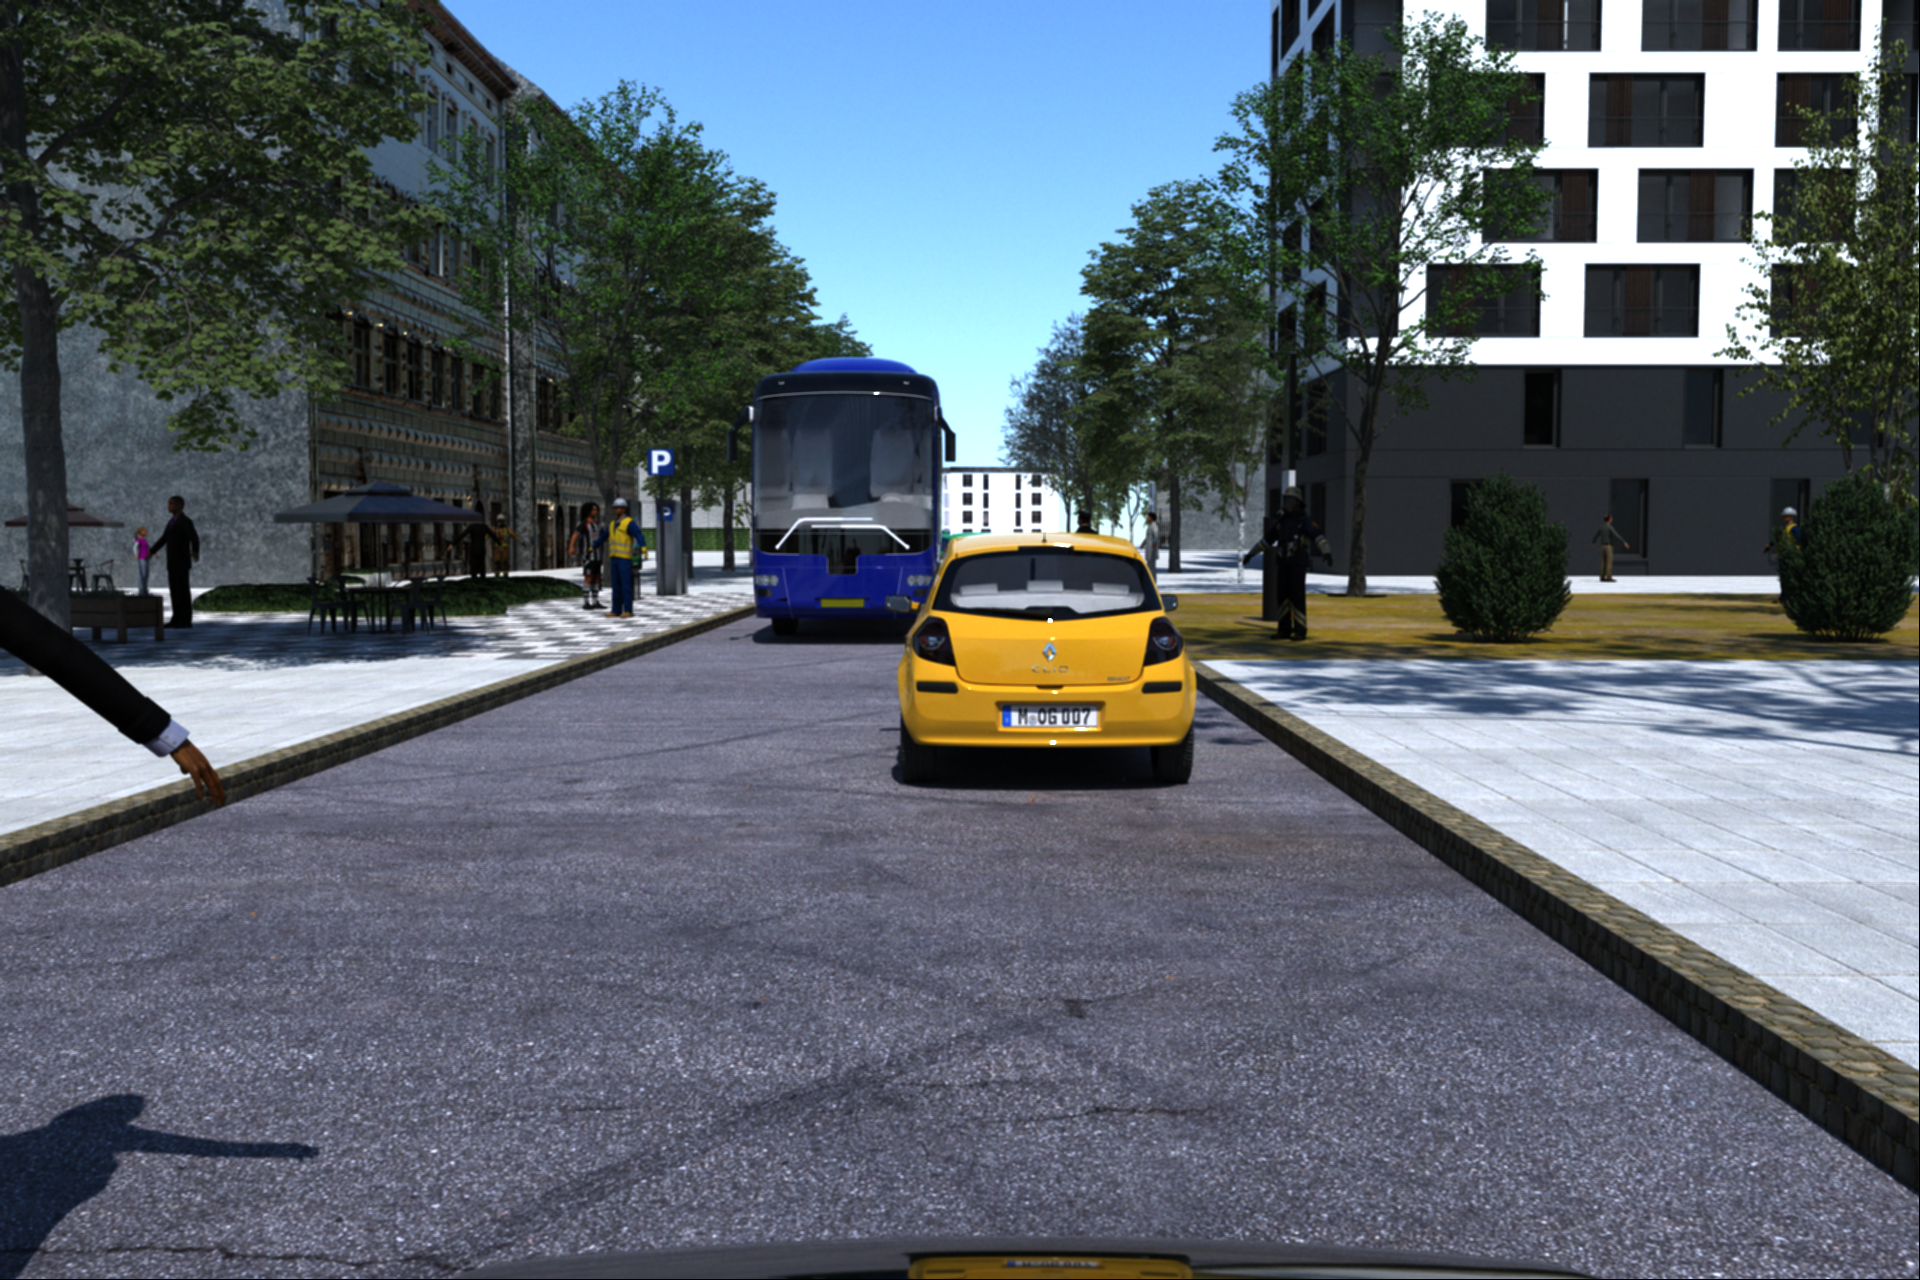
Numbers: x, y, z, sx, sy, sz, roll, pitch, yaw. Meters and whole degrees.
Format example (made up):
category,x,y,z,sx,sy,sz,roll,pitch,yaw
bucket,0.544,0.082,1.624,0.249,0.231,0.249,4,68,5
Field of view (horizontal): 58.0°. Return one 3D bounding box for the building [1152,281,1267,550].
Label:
category,x,y,z,sx,sy,sz,roll,pitch,yaw
building,26.563,-19.204,144.906,19.493,23.208,18.063,0,4,0

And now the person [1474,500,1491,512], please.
category,x,y,z,sx,sy,sz,roll,pitch,yaw
person,7.685,-1.206,25.569,0.705,1.847,1.347,2,4,33

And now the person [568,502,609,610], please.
category,x,y,z,sx,sy,sz,roll,pitch,yaw
person,-6.248,-1.427,29.479,0.704,1.843,1.345,2,4,28

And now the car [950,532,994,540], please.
category,x,y,z,sx,sy,sz,roll,pitch,yaw
car,0.448,-1.694,36.485,1.959,1.807,4.718,0,4,1

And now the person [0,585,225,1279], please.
category,x,y,z,sx,sy,sz,roll,pitch,yaw
person,-2.002,0.366,3.200,1.216,1.740,0.721,0,4,-7

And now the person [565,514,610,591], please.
category,x,y,z,sx,sy,sz,roll,pitch,yaw
person,-8.275,-2.011,39.009,0.705,1.813,1.348,3,5,40

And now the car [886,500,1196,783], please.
category,x,y,z,sx,sy,sz,roll,pitch,yaw
car,0.495,-0.072,11.400,2.015,1.641,3.980,0,3,0

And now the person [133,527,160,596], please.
category,x,y,z,sx,sy,sz,roll,pitch,yaw
person,-16.784,-1.619,35.733,0.599,1.433,0.991,0,4,0

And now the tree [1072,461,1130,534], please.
category,x,y,z,sx,sy,sz,roll,pitch,yaw
tree,17.297,-18.005,212.510,7.486,12.596,7.792,0,3,0

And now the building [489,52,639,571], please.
category,x,y,z,sx,sy,sz,roll,pitch,yaw
building,-23.836,-14.519,68.313,19.493,23.208,18.063,0,4,1

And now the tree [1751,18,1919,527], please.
category,x,y,z,sx,sy,sz,roll,pitch,yaw
tree,13.973,-4.597,25.516,4.737,8.622,4.395,0,3,0

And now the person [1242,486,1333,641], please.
category,x,y,z,sx,sy,sz,roll,pitch,yaw
person,3.991,-0.926,20.912,0.705,1.856,1.354,-3,5,-39

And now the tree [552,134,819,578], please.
category,x,y,z,sx,sy,sz,roll,pitch,yaw
tree,-8.027,-8.083,50.287,7.486,12.596,7.792,0,3,0

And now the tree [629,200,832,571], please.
category,x,y,z,sx,sy,sz,roll,pitch,yaw
tree,-7.584,-8.648,59.520,7.486,12.596,7.792,0,3,0

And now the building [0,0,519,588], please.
category,x,y,z,sx,sy,sz,roll,pitch,yaw
building,-24.505,-13.355,49.275,19.493,23.208,18.063,0,3,0

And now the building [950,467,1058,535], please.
category,x,y,z,sx,sy,sz,roll,pitch,yaw
building,-1.825,-16.400,212.741,28.070,9.664,9.099,0,4,-6

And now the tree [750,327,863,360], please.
category,x,y,z,sx,sy,sz,roll,pitch,yaw
tree,-7.789,-9.809,86.137,9.928,11.665,9.643,0,3,0

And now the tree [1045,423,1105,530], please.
category,x,y,z,sx,sy,sz,roll,pitch,yaw
tree,7.309,-9.422,104.407,4.737,8.622,4.395,0,3,0

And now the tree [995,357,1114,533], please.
category,x,y,z,sx,sy,sz,roll,pitch,yaw
tree,7.273,-12.622,116.745,12.009,13.543,11.850,0,3,0

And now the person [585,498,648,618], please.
category,x,y,z,sx,sy,sz,roll,pitch,yaw
person,-5.234,-1.264,26.629,1.349,1.833,0.705,3,4,36

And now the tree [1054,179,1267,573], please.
category,x,y,z,sx,sy,sz,roll,pitch,yaw
tree,6.679,-8.445,56.205,7.486,12.596,7.792,0,3,0

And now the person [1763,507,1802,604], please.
category,x,y,z,sx,sy,sz,roll,pitch,yaw
person,15.138,-1.553,31.857,0.721,1.772,1.216,0,4,-2

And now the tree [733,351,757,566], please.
category,x,y,z,sx,sy,sz,roll,pitch,yaw
tree,-8.175,-7.251,68.924,4.737,8.622,4.395,0,3,0

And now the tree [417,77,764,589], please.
category,x,y,z,sx,sy,sz,roll,pitch,yaw
tree,-8.444,-7.041,40.869,9.928,11.665,9.643,0,3,0

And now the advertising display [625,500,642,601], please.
category,x,y,z,sx,sy,sz,roll,pitch,yaw
advertising display,-6.290,-1.721,33.345,0.123,1.923,0.974,0,4,2

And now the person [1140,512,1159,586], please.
category,x,y,z,sx,sy,sz,roll,pitch,yaw
person,4.615,-2.189,41.978,0.705,1.806,1.347,0,4,-7

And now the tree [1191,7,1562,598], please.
category,x,y,z,sx,sy,sz,roll,pitch,yaw
tree,8.245,-6.678,34.936,9.928,11.665,9.643,0,3,0

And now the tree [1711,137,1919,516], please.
category,x,y,z,sx,sy,sz,roll,pitch,yaw
tree,16.217,-4.962,31.492,4.737,8.622,4.395,0,3,0

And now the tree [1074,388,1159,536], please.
category,x,y,z,sx,sy,sz,roll,pitch,yaw
tree,7.528,-8.090,82.631,4.737,8.622,4.395,0,3,0

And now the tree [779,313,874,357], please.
category,x,y,z,sx,sy,sz,roll,pitch,yaw
tree,-7.836,-11.753,98.821,9.857,13.997,8.962,0,3,0

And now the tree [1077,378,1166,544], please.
category,x,y,z,sx,sy,sz,roll,pitch,yaw
tree,7.863,-7.781,77.581,4.360,8.622,3.978,0,3,0

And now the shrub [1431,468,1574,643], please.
category,x,y,z,sx,sy,sz,roll,pitch,yaw
shrub,6.440,-1.010,20.560,1.661,2.075,1.752,0,3,0

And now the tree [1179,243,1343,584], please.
category,x,y,z,sx,sy,sz,roll,pitch,yaw
tree,7.065,-5.757,44.492,4.360,8.622,3.978,0,3,0

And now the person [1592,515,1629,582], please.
category,x,y,z,sx,sy,sz,roll,pitch,yaw
person,17.387,-2.459,46.470,0.705,1.796,1.348,-1,4,-21

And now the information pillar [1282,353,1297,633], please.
category,x,y,z,sx,sy,sz,roll,pitch,yaw
information pillar,4.301,-1.915,22.662,0.183,3.616,0.504,0,4,0

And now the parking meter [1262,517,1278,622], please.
category,x,y,z,sx,sy,sz,roll,pitch,yaw
parking meter,4.643,-1.043,25.468,0.372,1.533,0.369,0,3,0

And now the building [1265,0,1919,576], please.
category,x,y,z,sx,sy,sz,roll,pitch,yaw
building,25.663,-13.726,68.398,27.936,21.610,32.646,0,3,0

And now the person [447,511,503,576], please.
category,x,y,z,sx,sy,sz,roll,pitch,yaw
person,-10.879,-2.008,39.010,1.347,1.806,0.705,-3,5,-43

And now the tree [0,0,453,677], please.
category,x,y,z,sx,sy,sz,roll,pitch,yaw
tree,-8.765,-5.957,15.520,7.486,12.596,7.792,0,3,0

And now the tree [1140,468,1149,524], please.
category,x,y,z,sx,sy,sz,roll,pitch,yaw
tree,25.999,-18.200,215.689,7.486,12.596,7.792,0,3,0

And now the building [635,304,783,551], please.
category,x,y,z,sx,sy,sz,roll,pitch,yaw
building,-24.153,-17.276,148.919,16.747,18.905,31.486,0,4,1

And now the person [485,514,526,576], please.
category,x,y,z,sx,sy,sz,roll,pitch,yaw
person,-13.072,-2.667,49.374,1.354,1.858,0.705,-2,4,-27

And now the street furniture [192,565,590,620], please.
category,x,y,z,sx,sy,sz,roll,pitch,yaw
street furniture,-9.807,-0.934,30.899,5.734,0.657,10.072,0,4,1

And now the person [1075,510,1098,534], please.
category,x,y,z,sx,sy,sz,roll,pitch,yaw
person,2.113,-1.307,29.755,1.347,1.837,0.705,-3,4,-37

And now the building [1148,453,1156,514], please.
category,x,y,z,sx,sy,sz,roll,pitch,yaw
building,24.041,-13.849,168.574,9.099,9.664,28.070,0,4,1

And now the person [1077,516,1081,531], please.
category,x,y,z,sx,sy,sz,roll,pitch,yaw
person,3.712,-2.901,53.364,0.705,1.837,1.347,2,4,32

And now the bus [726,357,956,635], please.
category,x,y,z,sx,sy,sz,roll,pitch,yaw
bus,-1.475,-2.223,27.885,2.896,3.916,12.251,0,4,0

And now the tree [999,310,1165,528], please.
category,x,y,z,sx,sy,sz,roll,pitch,yaw
tree,7.063,-11.283,94.854,12.009,13.543,11.850,0,3,0

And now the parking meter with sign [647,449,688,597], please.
category,x,y,z,sx,sy,sz,roll,pitch,yaw
parking meter with sign,-6.075,-2.447,36.276,0.543,3.016,1.738,0,4,2

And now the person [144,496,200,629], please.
category,x,y,z,sx,sy,sz,roll,pitch,yaw
person,-10.689,-1.064,23.629,1.346,1.802,0.704,3,4,38

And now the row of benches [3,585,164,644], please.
category,x,y,z,sx,sy,sz,roll,pitch,yaw
row of benches,-11.554,-0.347,21.130,4.104,0.672,1.422,1,4,21

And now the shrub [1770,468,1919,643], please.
category,x,y,z,sx,sy,sz,roll,pitch,yaw
shrub,10.615,-1.017,20.667,1.661,2.075,1.752,0,3,0
